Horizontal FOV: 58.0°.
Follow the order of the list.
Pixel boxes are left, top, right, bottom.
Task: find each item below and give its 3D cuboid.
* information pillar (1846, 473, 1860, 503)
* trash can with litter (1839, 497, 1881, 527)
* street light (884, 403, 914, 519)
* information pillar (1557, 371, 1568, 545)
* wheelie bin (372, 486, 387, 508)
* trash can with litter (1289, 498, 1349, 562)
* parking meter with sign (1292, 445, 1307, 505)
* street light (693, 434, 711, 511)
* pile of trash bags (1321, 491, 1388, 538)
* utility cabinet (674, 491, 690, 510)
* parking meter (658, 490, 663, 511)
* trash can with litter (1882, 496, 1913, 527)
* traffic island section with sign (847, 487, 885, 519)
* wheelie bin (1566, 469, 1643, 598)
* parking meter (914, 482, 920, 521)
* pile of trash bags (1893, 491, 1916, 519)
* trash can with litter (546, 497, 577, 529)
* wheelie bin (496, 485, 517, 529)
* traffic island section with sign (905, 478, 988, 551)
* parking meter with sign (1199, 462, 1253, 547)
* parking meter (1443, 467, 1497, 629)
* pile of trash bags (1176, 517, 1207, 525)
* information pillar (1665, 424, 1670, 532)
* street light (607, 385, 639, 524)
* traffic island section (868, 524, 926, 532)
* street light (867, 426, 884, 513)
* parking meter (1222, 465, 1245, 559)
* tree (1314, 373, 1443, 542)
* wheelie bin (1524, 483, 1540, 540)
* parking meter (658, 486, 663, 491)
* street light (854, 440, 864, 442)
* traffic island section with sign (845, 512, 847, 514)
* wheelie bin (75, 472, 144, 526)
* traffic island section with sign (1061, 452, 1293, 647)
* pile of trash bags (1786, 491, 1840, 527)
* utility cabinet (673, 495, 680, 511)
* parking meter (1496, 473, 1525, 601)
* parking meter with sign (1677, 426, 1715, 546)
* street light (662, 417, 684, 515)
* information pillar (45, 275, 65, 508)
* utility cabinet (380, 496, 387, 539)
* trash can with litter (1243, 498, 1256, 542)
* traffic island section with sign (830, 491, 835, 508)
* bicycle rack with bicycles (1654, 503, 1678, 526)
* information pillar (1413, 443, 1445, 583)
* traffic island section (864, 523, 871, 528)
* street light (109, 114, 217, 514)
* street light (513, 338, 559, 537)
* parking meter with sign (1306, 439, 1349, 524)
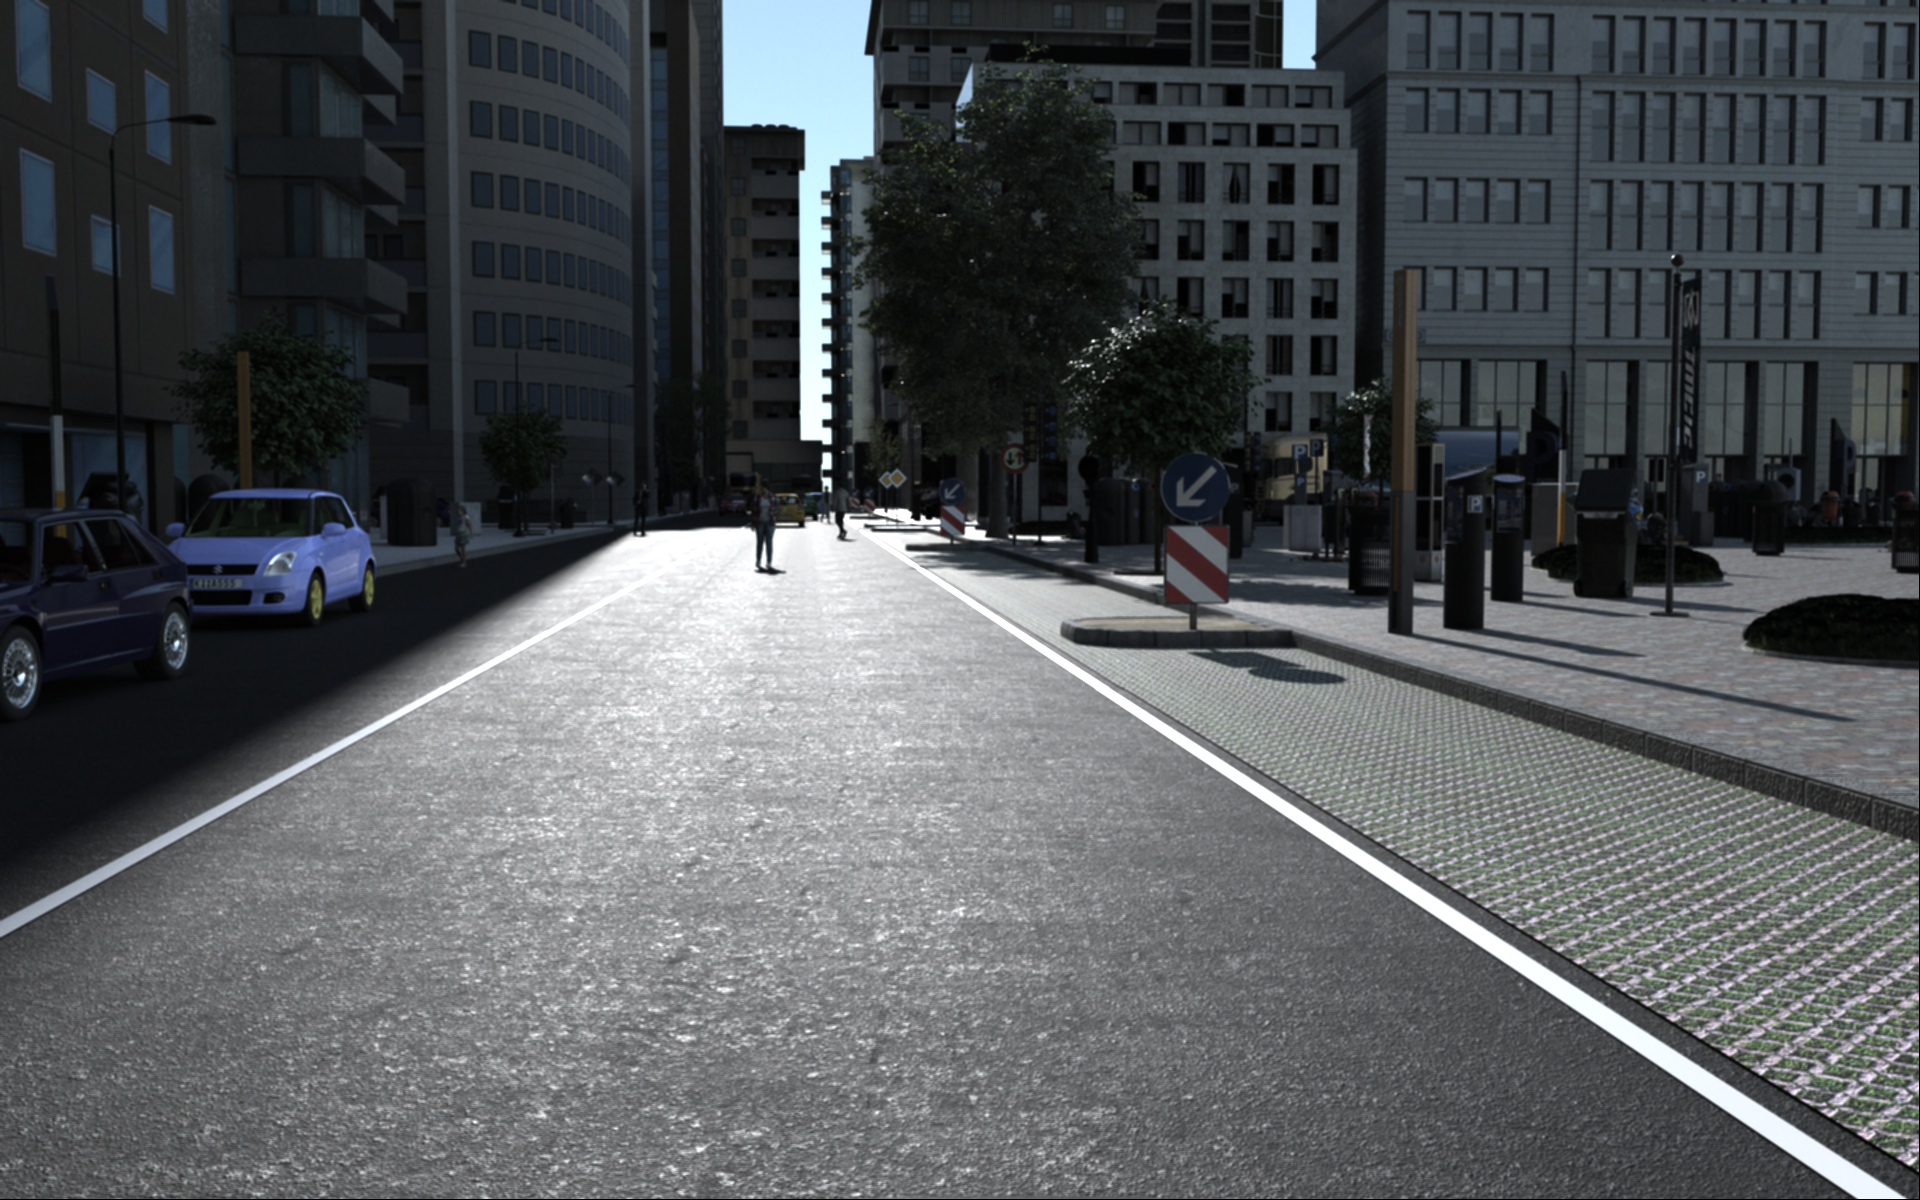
[{"bbox_3d":[30.935,-3.397,60.038,0.304,2.012,0.304,-3,4,-37],"label":"information pillar"},{"bbox_3d":[29.575,-2.796,57.098,1.055,1.170,0.624,0,4,-5],"label":"trash can with litter"},{"bbox_3d":[-2.966,-7.102,88.655,1.470,5.913,1.316,0,4,-5],"label":"street light"},{"bbox_3d":[11.382,-2.530,32.720,0.183,3.616,0.504,1,4,14],"label":"information pillar"},{"bbox_3d":[-24.024,-3.928,72.133,0.980,1.594,0.693,3,4,39],"label":"wheelie bin"},{"bbox_3d":[7.153,-1.370,33.451,1.678,1.210,2.233,0,4,-6],"label":"trash can with litter"},{"bbox_3d":[11.807,-3.909,60.176,0.543,3.016,1.738,1,4,10],"label":"parking meter with sign"},{"bbox_3d":[-19.962,-9.874,133.976,1.470,5.913,1.316,0,4,-5],"label":"street light"},{"bbox_3d":[12.131,-2.616,52.518,1.912,1.369,3.447,2,4,25],"label":"pile of trash bags"},{"bbox_3d":[-21.493,-7.655,133.832,1.173,1.500,0.318,-2,4,-29],"label":"utility cabinet"},{"bbox_3d":[-19.857,-6.508,114.817,0.372,1.533,0.369,0,3,0],"label":"parking meter"},{"bbox_3d":[35.432,-3.317,65.283,2.233,1.210,1.678,-2,4,-25],"label":"trash can with litter"},{"bbox_3d":[-5.365,-5.574,99.757,1.989,1.847,2.006,0,4,-5],"label":"traffic island section with sign"},{"bbox_3d":[8.060,-0.840,21.640,0.980,1.594,0.693,3,4,36],"label":"wheelie bin"},{"bbox_3d":[-2.055,-4.721,82.901,0.255,1.863,0.399,1,4,9],"label":"parking meter"},{"bbox_3d":[53.024,-5.419,98.361,1.912,1.369,3.447,1,4,13],"label":"pile of trash bags"},{"bbox_3d":[-14.598,-3.183,63.434,1.055,1.170,0.624,-3,4,-36],"label":"trash can with litter"},{"bbox_3d":[-16.491,-3.386,63.262,0.980,1.594,0.693,1,4,9],"label":"wheelie bin"},{"bbox_3d":[-0.368,-2.156,43.886,1.989,1.847,2.006,0,4,-5],"label":"traffic island section with sign"},{"bbox_3d":[6.277,-2.756,41.316,1.738,3.016,0.543,-3,5,-42],"label":"parking meter with sign"},{"bbox_3d":[4.819,-0.497,16.537,0.372,1.533,0.369,0,3,0],"label":"parking meter"},{"bbox_3d":[5.962,-2.481,50.309,3.447,1.369,1.912,0,4,-3],"label":"pile of trash bags"},{"bbox_3d":[23.879,-4.084,58.132,0.183,3.616,0.504,0,4,2],"label":"information pillar"},{"bbox_3d":[-14.315,-6.176,73.523,1.470,5.913,1.316,0,4,-5],"label":"street light"},{"bbox_3d":[-2.388,-2.701,66.445,2.009,0.180,2.903,0,4,-5],"label":"traffic island section"},{"bbox_3d":[-5.648,-8.951,118.895,1.470,5.913,1.316,0,4,-5],"label":"street light"},{"bbox_3d":[5.438,-1.759,34.478,0.399,1.863,0.255,0,4,-6],"label":"parking meter"},{"bbox_3d":[11.372,-3.878,47.117,4.285,4.588,4.351,0,3,0],"label":"tree"},{"bbox_3d":[16.226,-2.516,49.052,0.980,1.594,0.693,-3,4,-36],"label":"wheelie bin"},{"bbox_3d":[-21.658,-7.323,125.435,0.399,1.863,0.255,1,4,9],"label":"parking meter"},{"bbox_3d":[-8.404,-10.800,149.128,1.470,5.913,1.316,0,4,-5],"label":"street light"},{"bbox_3d":[-7.787,-7.231,126.856,1.989,1.847,2.006,0,4,-5],"label":"traffic island section with sign"},{"bbox_3d":[-12.168,-1.039,24.891,0.693,1.594,0.980,1,4,22],"label":"wheelie bin"},{"bbox_3d":[2.040,-0.514,17.038,1.989,1.847,2.006,0,4,-5],"label":"traffic island section with sign"},{"bbox_3d":[27.735,-2.872,56.705,1.912,1.369,3.447,0,4,-3],"label":"pile of trash bags"},{"bbox_3d":[-19.549,-6.520,117.767,1.020,1.237,0.306,-3,5,-44],"label":"utility cabinet"},{"bbox_3d":[6.586,-0.759,20.826,0.372,1.533,0.369,0,3,0],"label":"parking meter"},{"bbox_3d":[18.376,-2.881,43.357,0.543,3.016,1.738,0,4,0],"label":"parking meter with sign"},{"bbox_3d":[-17.195,-8.025,103.744,1.470,5.913,1.316,0,4,-5],"label":"street light"},{"bbox_3d":[-9.612,-1.656,18.432,0.183,3.616,0.504,-2,4,-32],"label":"information pillar"},{"bbox_3d":[-15.962,-2.333,49.299,1.020,1.237,0.306,-1,4,-13],"label":"utility cabinet"},{"bbox_3d":[7.511,-2.111,45.907,0.624,1.170,1.055,1,4,15],"label":"trash can with litter"},{"bbox_3d":[-12.173,-10.222,175.750,1.989,1.847,2.006,0,4,-5],"label":"traffic island section with sign"},{"bbox_3d":[27.967,-3.209,65.857,2.852,0.926,2.925,0,4,2],"label":"bicycle rack with bicycles"},{"bbox_3d":[6.836,-1.270,25.252,0.304,2.012,0.304,-3,5,-41],"label":"information pillar"},{"bbox_3d":[-3.099,-3.188,74.399,2.009,0.180,2.903,0,4,-5],"label":"traffic island section"},{"bbox_3d":[-9.781,-2.980,21.269,1.470,5.913,1.316,0,4,-5],"label":"street light"},{"bbox_3d":[-12.598,-4.829,51.496,1.470,5.913,1.316,0,4,-5],"label":"street light"},{"bbox_3d":[12.039,-3.622,55.488,1.738,3.016,0.543,-2,4,-31],"label":"parking meter with sign"}]
